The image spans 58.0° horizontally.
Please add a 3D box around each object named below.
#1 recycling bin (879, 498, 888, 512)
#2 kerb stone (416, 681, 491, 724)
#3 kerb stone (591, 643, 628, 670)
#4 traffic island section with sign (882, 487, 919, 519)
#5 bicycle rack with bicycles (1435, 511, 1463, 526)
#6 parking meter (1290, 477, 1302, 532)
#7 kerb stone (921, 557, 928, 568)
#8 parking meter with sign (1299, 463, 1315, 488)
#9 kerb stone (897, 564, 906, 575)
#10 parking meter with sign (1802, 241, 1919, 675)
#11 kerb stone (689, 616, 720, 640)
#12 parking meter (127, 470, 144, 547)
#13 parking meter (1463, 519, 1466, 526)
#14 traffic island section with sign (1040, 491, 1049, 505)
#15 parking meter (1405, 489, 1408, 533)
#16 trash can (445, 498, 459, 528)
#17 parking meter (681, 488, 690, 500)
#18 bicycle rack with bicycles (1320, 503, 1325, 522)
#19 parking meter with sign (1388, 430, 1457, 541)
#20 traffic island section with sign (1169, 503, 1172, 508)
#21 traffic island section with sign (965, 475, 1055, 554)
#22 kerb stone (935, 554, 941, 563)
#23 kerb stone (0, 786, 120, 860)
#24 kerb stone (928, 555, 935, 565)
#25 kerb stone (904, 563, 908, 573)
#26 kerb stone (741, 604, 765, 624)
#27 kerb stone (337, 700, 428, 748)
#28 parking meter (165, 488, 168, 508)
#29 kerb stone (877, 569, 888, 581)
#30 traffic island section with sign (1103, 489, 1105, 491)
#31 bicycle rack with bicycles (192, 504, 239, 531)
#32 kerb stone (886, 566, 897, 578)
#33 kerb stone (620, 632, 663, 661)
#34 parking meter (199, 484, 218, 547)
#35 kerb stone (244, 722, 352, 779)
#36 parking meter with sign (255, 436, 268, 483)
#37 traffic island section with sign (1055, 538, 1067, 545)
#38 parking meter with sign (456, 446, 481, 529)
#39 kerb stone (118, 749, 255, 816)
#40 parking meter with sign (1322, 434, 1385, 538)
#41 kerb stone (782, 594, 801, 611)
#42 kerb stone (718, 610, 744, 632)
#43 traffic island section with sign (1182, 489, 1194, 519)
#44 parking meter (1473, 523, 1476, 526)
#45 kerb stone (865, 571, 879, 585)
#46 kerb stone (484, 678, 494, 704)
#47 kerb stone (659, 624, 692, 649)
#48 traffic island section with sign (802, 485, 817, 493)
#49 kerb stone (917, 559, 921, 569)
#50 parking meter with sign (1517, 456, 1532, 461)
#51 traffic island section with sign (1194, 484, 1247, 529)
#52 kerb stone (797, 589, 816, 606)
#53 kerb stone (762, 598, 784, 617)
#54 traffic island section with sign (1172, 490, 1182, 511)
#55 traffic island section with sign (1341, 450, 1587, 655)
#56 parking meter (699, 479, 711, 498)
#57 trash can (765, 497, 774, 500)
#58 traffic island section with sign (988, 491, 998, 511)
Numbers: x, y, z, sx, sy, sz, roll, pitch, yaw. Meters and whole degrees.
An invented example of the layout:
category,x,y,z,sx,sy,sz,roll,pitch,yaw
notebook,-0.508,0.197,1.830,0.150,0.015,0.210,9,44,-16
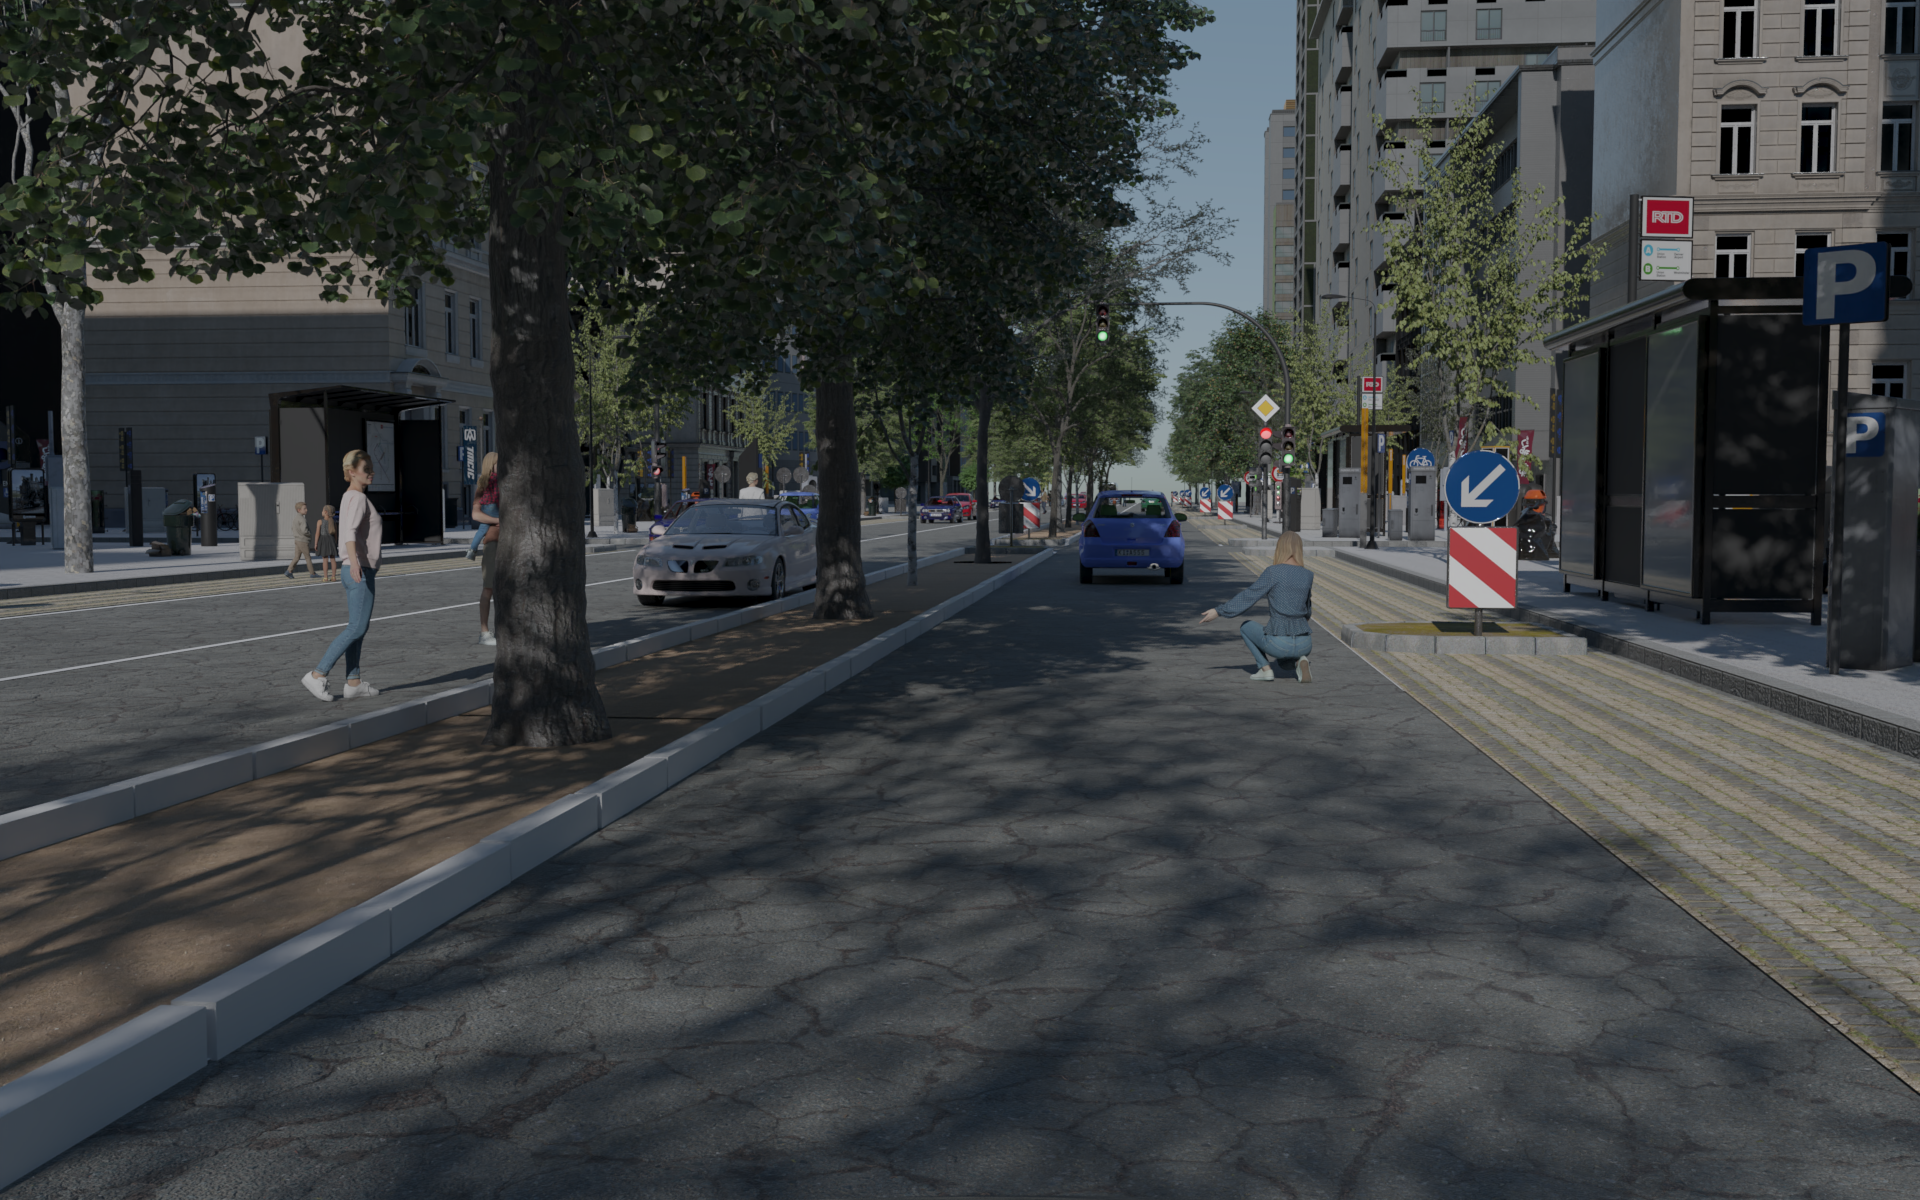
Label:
category,x,y,z,sx,sy,sz,roll,pitch,yaw
recycling bin,-5.544,-6.713,122.316,0.722,1.027,0.722,3,5,43
kerb stone,-3.295,0.673,11.200,0.120,0.150,1.000,0,4,6
kerb stone,-2.961,0.490,14.251,0.120,0.150,1.000,0,4,6
traffic island section with sign,-3.408,-5.582,99.897,1.989,1.847,2.006,0,4,6
bicycle rack with bicycles,19.404,-3.292,67.206,2.852,0.926,2.925,0,4,2
parking meter,11.318,-3.229,58.510,0.255,1.863,0.399,-3,4,-38
kerb stone,-0.790,-0.699,33.627,0.120,0.150,1.000,0,4,6
parking meter with sign,19.318,-6.058,95.309,0.543,3.016,1.738,-1,4,-16
kerb stone,-1.133,-0.510,30.564,0.120,0.150,1.000,0,4,6
parking meter with sign,6.801,-1.012,12.803,1.738,3.016,0.543,-3,5,-45
kerb stone,-2.609,0.299,17.312,0.120,0.150,1.000,0,4,6
parking meter,-20.175,-2.242,42.372,0.255,1.863,0.399,-3,4,-38
parking meter,15.830,-2.949,53.932,0.255,1.863,0.399,1,4,20
traffic island section with sign,11.336,-13.647,231.750,1.989,1.847,2.006,0,4,6
parking meter,15.026,-3.010,57.631,0.372,1.533,0.369,0,3,0
trash can,-19.182,-3.263,65.011,0.748,1.137,0.748,0,3,0
parking meter,-11.861,-4.070,74.957,0.372,1.533,0.369,0,3,0
bicycle rack with bicycles,14.926,-3.371,68.492,2.852,0.926,2.925,2,4,30
parking meter with sign,12.655,-3.134,47.494,1.738,3.016,0.543,0,4,4
traffic island section with sign,22.325,-10.153,174.625,1.989,1.847,2.006,0,4,6
traffic island section with sign,1.186,-2.067,41.925,2.006,1.907,1.989,0,4,6
kerb stone,-0.560,-0.824,35.668,0.120,0.150,1.000,0,4,6
kerb stone,-3.744,0.922,7.115,0.120,0.150,1.000,0,4,6
kerb stone,-0.670,-0.762,34.652,0.120,0.150,1.000,0,4,6
kerb stone,-1.012,-0.574,31.579,0.120,0.150,1.000,0,4,6
kerb stone,-2.373,0.177,19.343,0.120,0.150,1.000,0,4,6
kerb stone,-3.405,0.735,10.173,0.120,0.150,1.000,0,4,6
parking meter,-38.910,-4.640,84.283,0.372,1.533,0.369,0,3,0
kerb stone,-1.367,-0.384,28.515,0.120,0.150,1.000,0,4,6
traffic island section with sign,10.348,-7.084,123.963,2.006,1.907,1.989,0,4,6
bicycle rack with bicycles,-25.882,-2.912,60.999,2.925,0.926,2.852,-2,4,-33
kerb stone,-1.243,-0.449,29.530,0.120,0.150,1.000,0,4,6
kerb stone,-2.839,0.423,15.274,0.120,0.150,1.000,0,4,6
parking meter,-18.426,-2.083,42.468,0.372,1.533,0.369,0,3,0
kerb stone,-3.516,0.801,9.147,0.120,0.150,1.000,0,4,6
parking meter with sign,-20.663,-3.480,53.156,0.543,3.016,1.738,2,4,35
traffic island section with sign,2.018,-2.517,49.286,2.006,1.907,1.989,0,4,6
parking meter with sign,-17.350,-4.067,62.764,1.738,3.016,0.543,2,4,24
kerb stone,-3.637,0.860,8.132,0.120,0.150,1.000,0,4,6
parking meter with sign,11.478,-3.328,50.671,1.738,3.016,0.543,2,4,35
kerb stone,-2.150,0.058,21.376,0.120,0.150,1.000,0,4,6
kerb stone,-2.490,0.243,18.328,0.120,0.150,1.000,0,4,6
traffic island section with sign,13.816,-5.495,98.479,1.989,1.847,2.006,0,4,6
parking meter,8.544,-1.210,28.199,0.372,1.533,0.369,0,3,0
kerb stone,-1.471,-0.322,27.498,0.120,0.150,1.000,0,4,6
kerb stone,-3.180,0.610,12.218,0.120,0.150,1.000,0,4,6
kerb stone,-2.734,0.362,16.291,0.120,0.150,1.000,0,4,6
traffic island section with sign,-6.398,-3.944,73.107,1.989,1.847,2.006,0,4,6
kerb stone,-0.903,-0.635,32.611,0.120,0.150,1.000,0,4,6
parking meter with sign,22.368,-4.479,69.485,0.543,3.016,1.738,2,4,35
traffic island section with sign,10.807,-3.844,71.482,1.989,1.847,2.006,0,4,6
kerb stone,-2.034,-0.012,22.391,0.120,0.150,1.000,0,4,6
kerb stone,-2.264,0.116,20.360,0.120,0.150,1.000,0,4,6
traffic island section with sign,19.332,-8.513,147.809,1.989,1.847,2.006,0,4,6
traffic island section with sign,4.663,-0.471,16.335,1.989,1.847,2.006,0,4,6
parking meter,-9.975,-3.796,67.768,0.399,1.863,0.255,-3,4,-37
trash can,-10.148,-4.878,91.410,0.748,1.137,0.748,0,3,0
traffic island section with sign,2.230,-8.664,150.289,1.989,1.847,2.006,0,4,6
